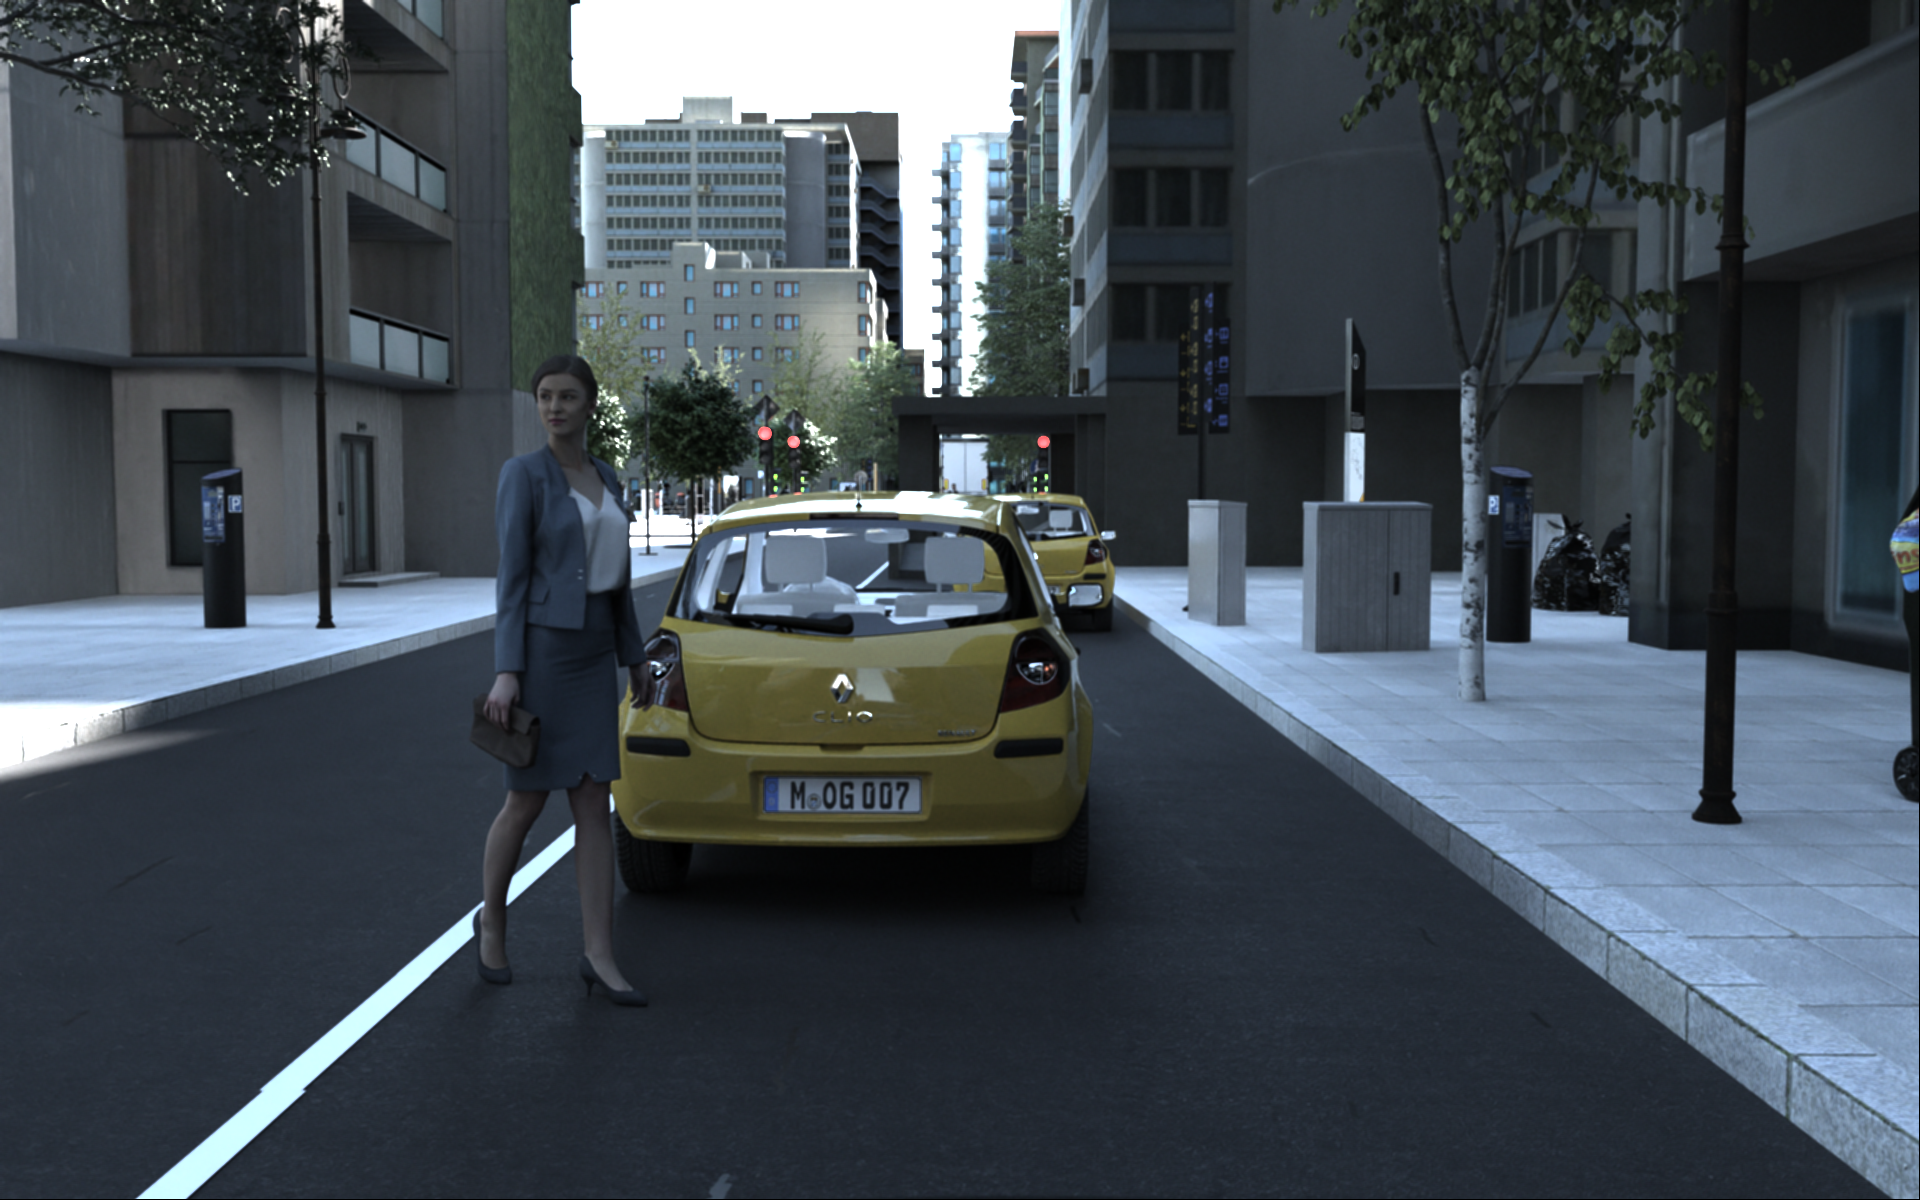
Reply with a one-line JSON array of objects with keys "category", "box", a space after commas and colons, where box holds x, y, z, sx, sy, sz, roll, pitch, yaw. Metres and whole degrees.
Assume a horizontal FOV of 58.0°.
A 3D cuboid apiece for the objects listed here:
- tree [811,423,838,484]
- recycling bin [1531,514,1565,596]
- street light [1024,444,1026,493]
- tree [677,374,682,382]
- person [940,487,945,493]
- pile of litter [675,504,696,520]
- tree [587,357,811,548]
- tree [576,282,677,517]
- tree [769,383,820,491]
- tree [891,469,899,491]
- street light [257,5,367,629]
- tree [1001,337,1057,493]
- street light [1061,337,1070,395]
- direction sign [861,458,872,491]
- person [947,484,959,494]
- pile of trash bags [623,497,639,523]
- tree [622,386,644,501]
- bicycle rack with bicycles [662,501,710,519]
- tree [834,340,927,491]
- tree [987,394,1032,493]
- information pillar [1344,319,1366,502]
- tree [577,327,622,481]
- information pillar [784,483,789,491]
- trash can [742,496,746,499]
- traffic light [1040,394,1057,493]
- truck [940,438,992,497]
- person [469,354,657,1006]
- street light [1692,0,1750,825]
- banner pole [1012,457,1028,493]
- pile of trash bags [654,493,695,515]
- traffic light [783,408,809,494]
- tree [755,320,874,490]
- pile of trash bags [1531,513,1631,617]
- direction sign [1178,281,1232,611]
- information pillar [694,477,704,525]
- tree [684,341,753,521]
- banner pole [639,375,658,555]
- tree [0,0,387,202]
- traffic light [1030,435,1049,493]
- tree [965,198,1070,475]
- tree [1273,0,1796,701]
[{"category": "tree", "box": [-6.244, -4.885, 63.585, 4.285, 4.588, 4.351, 0, 3, 0]}, {"category": "recycling bin", "box": [7.269, -0.590, 22.199, 0.722, 1.027, 0.722, 0, 4, -1]}, {"category": "street light", "box": [3.341, -7.140, 89.522, 0.468, 5.910, 1.993, 0, 4, 0]}, {"category": "tree", "box": [-16.745, -8.995, 97.431, 4.737, 8.622, 4.395, 0, 3, 0]}, {"category": "person", "box": [-0.931, -4.610, 84.218, 0.599, 1.781, 0.374, 0, 4, 6]}, {"category": "pile of litter", "box": [-13.493, -4.494, 87.448, 1.719, 0.858, 1.176, 0, 4, -6]}, {"category": "tree", "box": [-6.473, -3.546, 41.685, 4.285, 4.588, 4.351, 0, 3, 0]}, {"category": "tree", "box": [-12.404, -6.669, 59.398, 4.737, 8.622, 4.395, 0, 3, 0]}, {"category": "tree", "box": [-10.757, -9.952, 113.076, 4.360, 8.622, 3.978, 0, 3, 0]}, {"category": "tree", "box": [-6.054, -12.550, 188.897, 4.285, 4.588, 4.351, 0, 3, 0]}, {"category": "street light", "box": [-6.076, -2.668, 16.411, 0.468, 5.910, 1.993, 0, 4, 0]}, {"category": "tree", "box": [3.516, -7.915, 79.777, 4.360, 8.622, 3.978, 0, 3, 0]}, {"category": "street light", "box": [3.096, -4.627, 48.431, 0.468, 5.910, 1.993, 0, 4, 0]}, {"category": "direction sign", "box": [-5.959, -7.221, 110.054, 0.876, 3.537, 0.379, -3, 5, -42]}, {"category": "person", "box": [-0.329, -4.316, 78.422, 0.648, 1.900, 0.474, -3, 5, -40]}, {"category": "pile of trash bags", "box": [-16.032, -4.174, 77.992, 3.447, 1.369, 1.912, 3, 5, 44]}, {"category": "tree", "box": [-22.781, -10.212, 117.333, 4.360, 8.622, 3.978, 0, 3, 0]}, {"category": "bicycle rack with bicycles", "box": [-14.102, -4.728, 90.689, 2.852, 0.926, 2.925, 3, 5, 43]}, {"category": "tree", "box": [-5.568, -12.810, 127.569, 7.486, 12.596, 7.792, 0, 3, 0]}, {"category": "tree", "box": [3.648, -9.752, 109.814, 4.737, 8.622, 4.395, 0, 3, 0]}, {"category": "information pillar", "box": [5.327, -1.961, 23.414, 0.183, 3.616, 0.504, 3, 4, 36]}, {"category": "tree", "box": [-16.125, -7.407, 71.471, 4.360, 8.622, 3.978, 0, 3, 0]}, {"category": "information pillar", "box": [-8.631, -4.954, 85.484, 0.304, 2.012, 0.304, -1, 4, -15]}, {"category": "trash can", "box": [-15.881, -6.971, 125.635, 0.748, 1.137, 0.748, 0, 3, 0]}, {"category": "traffic light", "box": [2.673, -3.664, 48.822, 0.839, 4.253, 0.868, 0, 4, 0]}, {"category": "truck", "box": [0.322, -6.280, 91.588, 2.839, 4.237, 11.283, 0, 4, 1]}, {"category": "person", "box": [-1.152, 0.217, 4.973, 0.581, 1.822, 0.654, -3, 5, -41]}, {"category": "street light", "box": [2.976, -2.070, 6.631, 0.468, 5.910, 1.993, 0, 4, 0]}, {"category": "banner pole", "box": [3.726, -6.907, 102.949, 0.863, 3.779, 0.401, 3, 5, 42]}, {"category": "pile of trash bags", "box": [-17.796, -5.890, 106.051, 1.912, 1.369, 3.447, 1, 4, 16]}, {"category": "traffic light", "box": [-5.404, -4.153, 56.826, 0.839, 4.253, 0.868, 0, 4, 0]}, {"category": "tree", "box": [-6.923, -7.572, 74.167, 4.737, 8.622, 4.395, 0, 3, 0]}, {"category": "pile of trash bags", "box": [8.214, -0.571, 19.088, 3.447, 1.369, 1.912, -1, 4, -9]}, {"category": "direction sign", "box": [2.638, -1.648, 18.935, 0.379, 3.537, 0.876, -1, 4, -9]}, {"category": "information pillar", "box": [-10.675, -4.074, 71.102, 0.304, 2.012, 0.304, -1, 4, -12]}, {"category": "tree", "box": [-12.020, -8.146, 83.553, 4.360, 8.622, 3.978, 0, 3, 0]}, {"category": "banner pole", "box": [-6.534, -2.828, 36.263, 0.401, 3.779, 0.863, -1, 4, -14]}, {"category": "tree", "box": [-6.805, -4.597, 9.570, 7.601, 10.594, 8.767, -1, 4, -9]}, {"category": "traffic light", "box": [2.707, -4.152, 56.807, 0.839, 4.253, 0.868, 0, 4, 0]}, {"category": "tree", "box": [4.031, -9.097, 66.865, 7.486, 12.596, 7.792, 0, 3, 0]}, {"category": "tree", "box": [3.208, -3.665, 10.292, 4.737, 8.622, 4.395, 0, 3, 0]}]
